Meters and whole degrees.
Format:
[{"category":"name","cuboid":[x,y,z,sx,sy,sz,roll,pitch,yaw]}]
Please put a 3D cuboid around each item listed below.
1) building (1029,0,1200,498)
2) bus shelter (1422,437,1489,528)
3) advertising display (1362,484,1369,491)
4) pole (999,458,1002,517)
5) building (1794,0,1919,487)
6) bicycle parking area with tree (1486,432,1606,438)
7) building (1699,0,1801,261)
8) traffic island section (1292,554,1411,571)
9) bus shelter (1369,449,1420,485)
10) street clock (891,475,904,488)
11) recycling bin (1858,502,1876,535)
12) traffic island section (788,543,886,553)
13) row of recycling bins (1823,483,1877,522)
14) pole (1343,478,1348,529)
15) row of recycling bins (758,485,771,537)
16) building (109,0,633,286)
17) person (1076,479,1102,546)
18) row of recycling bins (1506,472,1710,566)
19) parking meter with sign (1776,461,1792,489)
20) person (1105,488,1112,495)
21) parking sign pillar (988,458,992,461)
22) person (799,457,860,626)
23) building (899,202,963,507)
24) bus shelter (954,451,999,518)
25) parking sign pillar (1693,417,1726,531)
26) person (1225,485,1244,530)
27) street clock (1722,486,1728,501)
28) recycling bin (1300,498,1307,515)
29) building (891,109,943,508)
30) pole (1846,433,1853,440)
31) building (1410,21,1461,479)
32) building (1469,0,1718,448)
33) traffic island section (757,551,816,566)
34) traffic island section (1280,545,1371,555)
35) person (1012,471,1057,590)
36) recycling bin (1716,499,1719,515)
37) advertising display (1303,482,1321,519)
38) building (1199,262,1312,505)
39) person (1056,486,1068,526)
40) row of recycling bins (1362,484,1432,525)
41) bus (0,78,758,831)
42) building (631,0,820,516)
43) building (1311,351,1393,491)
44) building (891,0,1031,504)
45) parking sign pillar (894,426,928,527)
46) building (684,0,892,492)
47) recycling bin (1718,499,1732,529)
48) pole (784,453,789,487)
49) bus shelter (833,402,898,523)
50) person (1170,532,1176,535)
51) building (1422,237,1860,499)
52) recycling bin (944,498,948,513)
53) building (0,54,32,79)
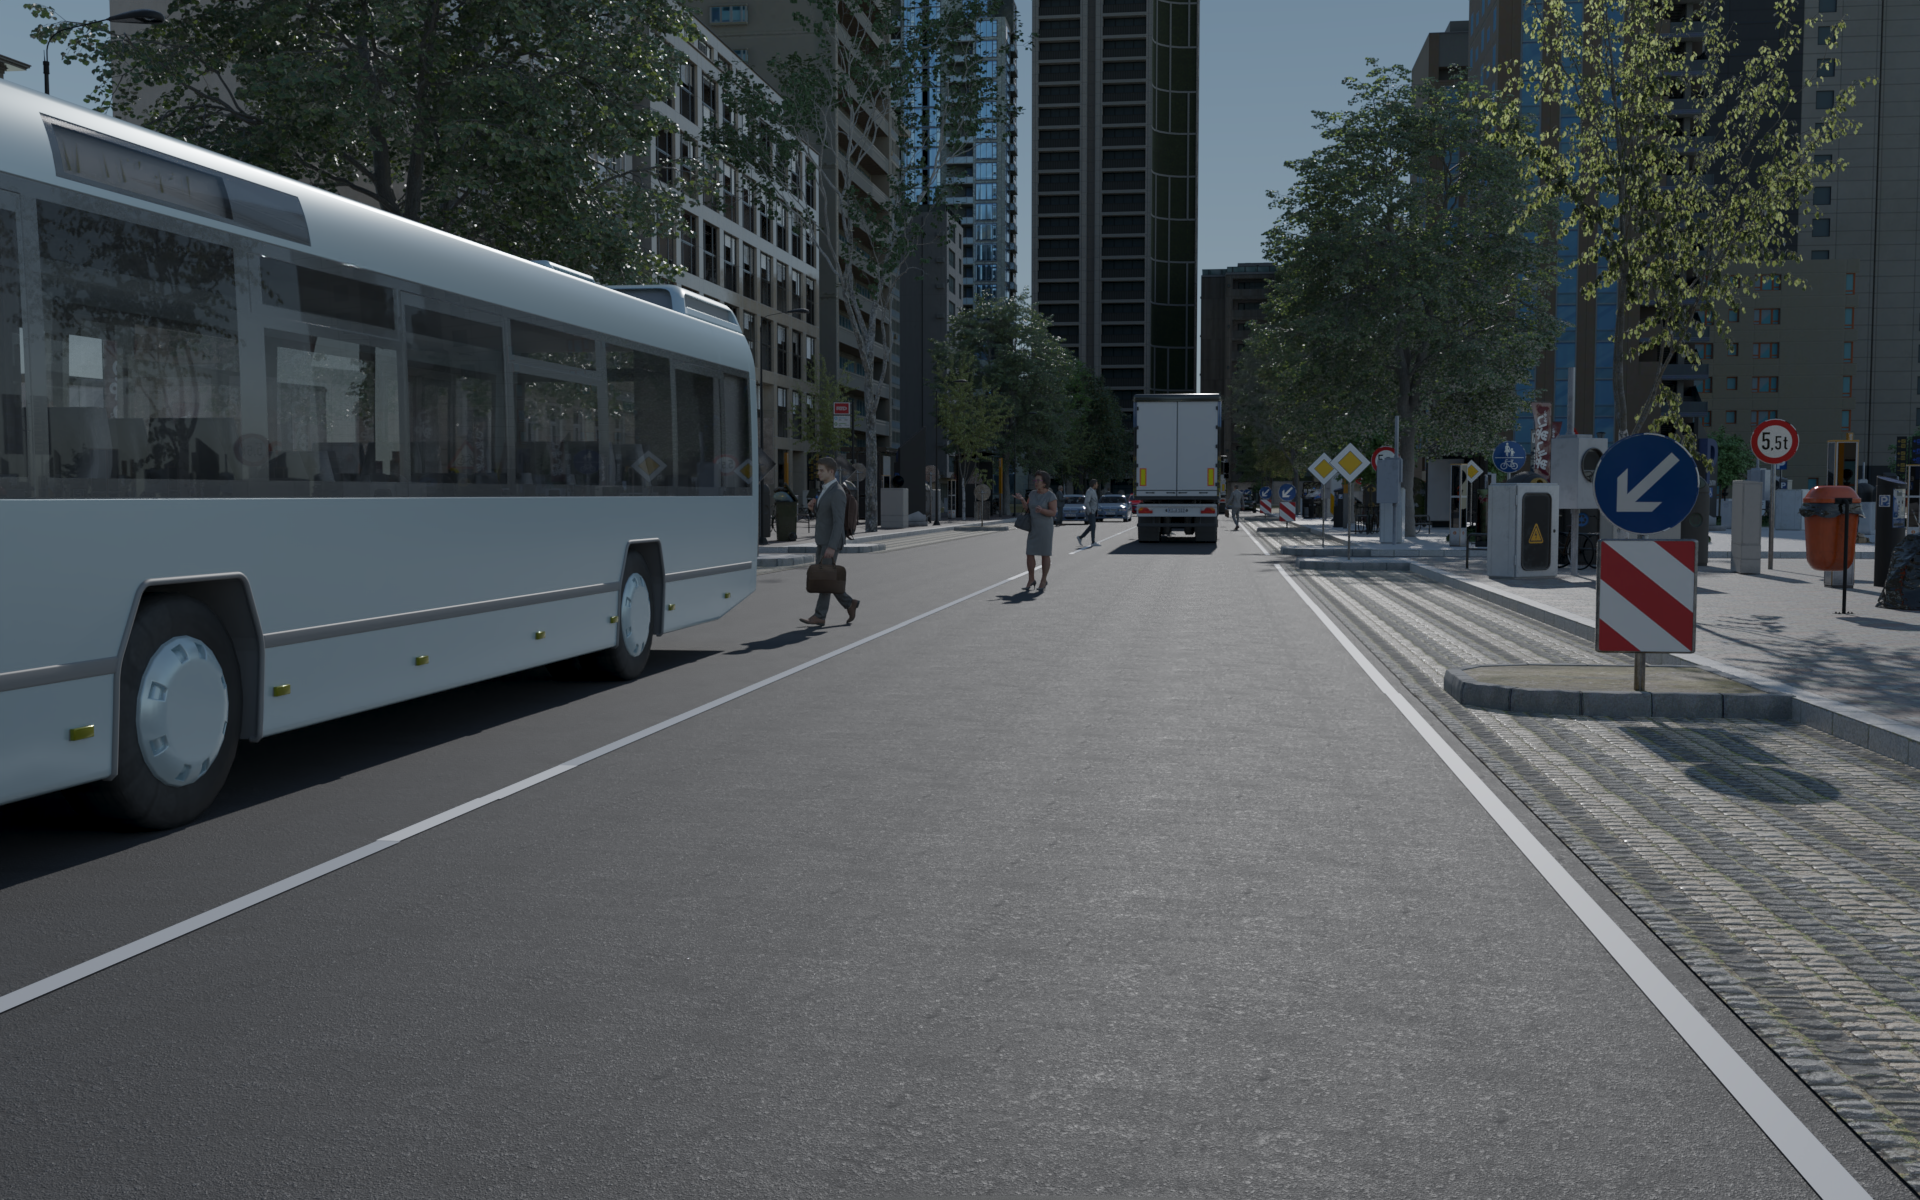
[{"category":"building","cuboid":[20.308,-48.040,223.713,20.611,71.187,20.563,1,4,8]},{"category":"bus shelter","cuboid":[18.245,-4.270,63.732,2.014,3.302,5.546,1,4,8]},{"category":"advertising display","cuboid":[22.180,-5.404,93.562,0.974,1.923,0.123,1,4,17]},{"category":"pole","cuboid":[2.299,-6.369,97.978,0.158,3.312,0.155,0,3,0]},{"category":"building","cuboid":[90.284,-43.933,156.563,20.611,71.187,20.563,1,4,8]},{"category":"bicycle parking area with tree","cuboid":[27.044,-5.715,80.437,8.231,4.147,9.016,1,4,19]},{"category":"building","cuboid":[69.706,-44.088,159.084,20.611,71.187,20.563,1,4,8]},{"category":"traffic island section","cuboid":[7.599,-0.702,33.757,2.009,0.180,2.903,1,4,8]},{"category":"bus shelter","cuboid":[21.220,-6.592,85.409,2.179,5.291,8.768,1,4,8]},{"category":"street clock","cuboid":[-2.407,-3.815,66.947,0.471,2.002,0.358,-1,4,-14]},{"category":"recycling bin","cuboid":[28.412,-2.574,54.641,0.722,1.027,0.722,3,4,38]},{"category":"traffic island section","cuboid":[-3.013,-1.290,43.376,2.009,0.180,2.903,1,4,8]},{"category":"row of recycling bins","cuboid":[33.009,-3.468,63.817,1.069,1.692,3.534,-1,4,-14]},{"category":"pole","cuboid":[14.296,-4.302,64.183,0.158,3.312,0.155,0,3,0]},{"category":"row of recycling bins","cuboid":[-7.275,-2.671,50.791,3.534,1.692,1.069,-1,4,-23]},{"category":"building","cuboid":[-22.253,-17.356,69.679,13.634,28.700,20.117,1,4,8]},{"category":"person","cuboid":[3.544,-2.405,47.667,0.795,1.843,0.661,1,4,23]},{"category":"row of recycling bins","cuboid":[11.722,-1.495,31.561,3.534,1.692,1.069,1,4,14]},{"category":"parking meter with sign","cuboid":[40.679,-5.446,85.296,0.543,3.016,1.738,3,5,43]},{"category":"person","cuboid":[9.772,-6.495,114.471,0.659,1.850,0.755,-1,4,-12]},{"category":"parking sign pillar","cuboid":[1.733,-7.604,112.799,1.447,3.967,1.447,1,4,12]},{"category":"person","cuboid":[-1.390,-0.636,18.870,0.822,1.834,0.622,-2,4,-31]},{"category":"building","cuboid":[-7.090,-24.681,175.230,14.107,30.474,14.160,1,4,8]},{"category":"bus shelter","cuboid":[0.955,-6.471,97.088,1.731,3.624,6.357,1,4,8]},{"category":"parking sign pillar","cuboid":[26.161,-4.424,60.797,1.447,3.967,1.447,3,5,42]},{"category":"person","cuboid":[11.077,-3.732,69.645,0.709,1.813,0.853,-2,4,-27]},{"category":"street clock","cuboid":[37.721,-4.945,85.414,0.358,2.002,0.471,2,4,29]},{"category":"recycling bin","cuboid":[20.918,-5.603,104.163,0.722,1.027,0.722,2,4,30]},{"category":"building","cuboid":[-18.554,-28.366,155.668,32.217,40.220,23.993,1,4,8]},{"category":"pole","cuboid":[29.572,-3.903,57.664,0.158,3.312,0.155,0,3,0]},{"category":"building","cuboid":[50.647,-31.508,165.259,14.600,45.320,14.200,1,4,8]},{"category":"building","cuboid":[43.969,-28.908,122.758,14.600,45.320,14.200,1,4,8]},{"category":"traffic island section","cuboid":[-4.168,-0.807,35.474,2.009,0.180,2.903,1,4,8]},{"category":"traffic island section","cuboid":[8.753,-1.185,41.658,2.009,0.180,2.903,1,4,8]},{"category":"person","cuboid":[1.077,-1.038,25.837,0.716,1.782,0.532,3,4,38]},{"category":"recycling bin","cuboid":[41.833,-5.027,94.739,0.722,1.027,0.722,3,5,44]},{"category":"advertising display","cuboid":[18.475,-5.240,90.884,0.974,1.923,0.123,0,4,-4]},{"category":"building","cuboid":[37.351,-27.368,219.171,14.107,30.474,14.160,1,4,8]},{"category":"person","cuboid":[4.586,-4.231,77.855,0.590,1.801,0.661,0,4,-8]},{"category":"row of recycling bins","cuboid":[18.366,-3.986,72.289,1.069,1.692,3.534,-3,5,-42]},{"category":"bus","cuboid":[-4.130,-0.944,10.300,2.948,3.499,13.247,0,4,8]},{"category":"building","cuboid":[-21.107,-17.897,97.135,19.350,26.468,34.151,1,4,8]},{"category":"building","cuboid":[59.622,-23.116,222.987,28.899,21.520,27.650,1,4,8]},{"category":"building","cuboid":[-5.459,-55.887,226.416,31.000,86.520,22.319,1,4,8]},{"category":"parking sign pillar","cuboid":[-1.992,-4.916,68.849,1.447,3.967,1.447,-3,5,-40]},{"category":"building","cuboid":[-17.643,-31.079,131.848,21.300,48.544,21.600,1,4,8]},{"category":"recycling bin","cuboid":[28.326,-3.107,63.349,0.722,1.027,0.722,3,5,41]},{"category":"pole","cuboid":[-8.551,-5.598,85.369,0.158,3.312,0.155,0,3,0]},{"category":"bus shelter","cuboid":[-4.055,-6.137,77.967,2.179,5.291,8.768,1,4,8]},{"category":"person","cuboid":[7.330,-3.218,61.096,0.573,1.828,0.580,2,4,29]},{"category":"building","cuboid":[54.393,-18.267,143.704,27.650,21.520,28.899,1,4,8]},{"category":"recycling bin","cuboid":[-0.630,-6.418,117.482,0.722,1.027,0.722,1,4,21]},{"category":"building","cuboid":[-58.175,-14.685,73.382,30.059,22.955,16.112,1,4,8]}]
